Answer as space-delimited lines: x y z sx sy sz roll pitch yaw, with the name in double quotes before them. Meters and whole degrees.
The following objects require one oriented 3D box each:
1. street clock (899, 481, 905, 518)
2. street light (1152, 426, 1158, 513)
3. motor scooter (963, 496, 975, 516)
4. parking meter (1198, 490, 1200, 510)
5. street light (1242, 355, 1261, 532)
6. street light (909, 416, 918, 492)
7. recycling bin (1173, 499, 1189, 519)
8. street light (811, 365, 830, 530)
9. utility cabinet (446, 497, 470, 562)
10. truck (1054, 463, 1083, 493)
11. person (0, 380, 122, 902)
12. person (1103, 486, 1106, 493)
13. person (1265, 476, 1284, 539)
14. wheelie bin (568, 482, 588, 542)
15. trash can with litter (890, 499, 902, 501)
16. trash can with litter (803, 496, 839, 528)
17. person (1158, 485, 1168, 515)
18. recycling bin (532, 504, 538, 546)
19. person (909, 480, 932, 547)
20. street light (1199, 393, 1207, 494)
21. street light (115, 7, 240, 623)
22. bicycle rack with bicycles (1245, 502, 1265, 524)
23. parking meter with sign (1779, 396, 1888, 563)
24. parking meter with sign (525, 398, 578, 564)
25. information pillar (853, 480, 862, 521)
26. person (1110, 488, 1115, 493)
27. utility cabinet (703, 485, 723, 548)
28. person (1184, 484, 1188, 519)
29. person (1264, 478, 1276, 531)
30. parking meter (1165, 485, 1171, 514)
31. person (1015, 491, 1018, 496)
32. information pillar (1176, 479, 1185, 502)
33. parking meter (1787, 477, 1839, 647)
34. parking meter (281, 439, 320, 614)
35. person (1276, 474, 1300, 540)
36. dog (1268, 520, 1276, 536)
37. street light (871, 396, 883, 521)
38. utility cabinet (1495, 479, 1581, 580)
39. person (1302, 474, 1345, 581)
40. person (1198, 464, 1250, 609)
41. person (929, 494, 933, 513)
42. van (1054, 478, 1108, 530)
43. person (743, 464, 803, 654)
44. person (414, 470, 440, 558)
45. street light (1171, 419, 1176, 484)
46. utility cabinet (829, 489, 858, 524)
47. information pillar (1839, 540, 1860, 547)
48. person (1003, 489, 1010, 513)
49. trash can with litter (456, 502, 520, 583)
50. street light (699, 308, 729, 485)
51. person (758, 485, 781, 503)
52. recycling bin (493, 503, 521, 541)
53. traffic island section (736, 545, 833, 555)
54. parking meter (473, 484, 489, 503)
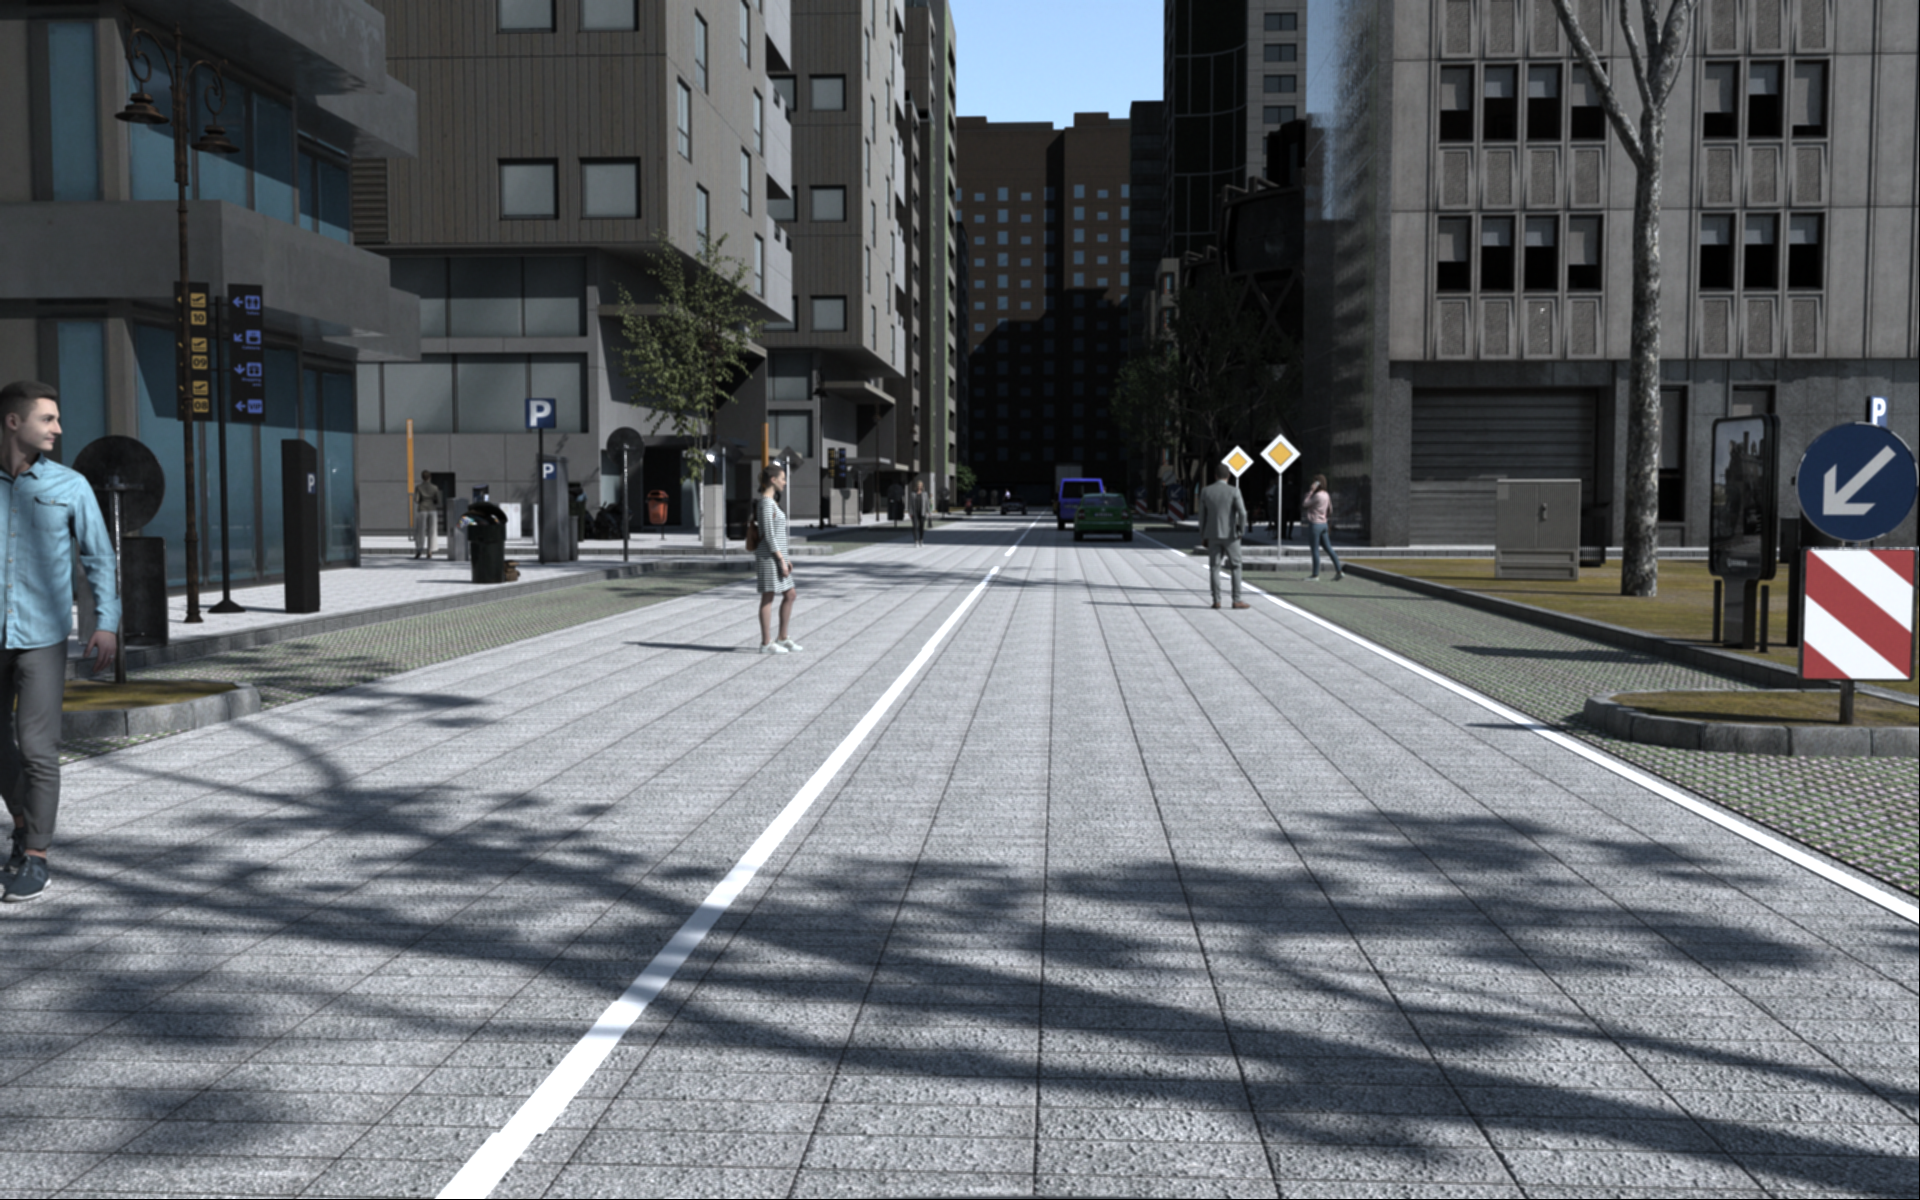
"street clock" -3.127 -5.446 93.609 0.358 2.002 0.471 -1 4 -21
"street light" 12.961 -8.710 115.200 0.468 5.910 1.993 0 4 3
"motor scooter" 0.591 -6.181 113.836 0.815 1.314 1.986 0 4 5
"parking meter" 13.720 -5.494 98.245 0.372 1.533 0.369 0 3 0
"street light" 9.712 -5.199 57.798 0.468 5.910 1.993 0 4 3
"street light" -2.726 -7.845 101.052 0.468 5.910 1.993 0 4 3
"recycling bin" 11.563 -4.781 90.728 0.722 1.027 0.722 0 4 -5
"street light" -5.006 -5.476 62.314 0.468 5.910 1.993 0 4 3
"utility cabinet" -9.670 -1.356 33.333 0.306 1.237 1.020 -2 4 -24
"truck" 10.258 -10.657 163.150 2.839 4.237 11.283 0 4 4
"person" -3.408 0.122 6.373 0.638 1.841 0.748 0 4 -7
"person" 6.802 -4.536 82.862 0.583 1.804 0.606 2 4 25
"person" 9.047 -2.647 49.499 0.590 1.801 0.661 -1 4 -9
"wheelie bin" -10.441 -2.365 46.568 0.693 1.594 0.980 3 5 44
"trash can with litter" -3.222 -4.699 88.216 0.624 1.170 1.055 1 4 9
"trash can with litter" -5.416 -3.368 66.128 1.678 1.210 2.233 2 4 26
"person" 12.455 -6.086 105.459 0.836 1.842 0.656 0 4 3
"recycling bin" -10.335 -1.887 43.409 0.722 1.027 0.722 -1 4 -14
"person" -1.041 -2.352 47.134 0.709 1.800 0.728 0 4 -2
"street light" 10.709 -6.362 76.802 0.468 5.910 1.993 0 4 3
"street light" -7.652 -2.711 17.112 0.468 5.910 1.993 0 4 3
"bicycle rack with bicycles" 12.120 -3.744 74.591 2.852 0.926 2.925 2 4 34
"parking meter with sign" 15.907 -2.166 31.670 0.543 3.016 1.738 -2 4 -33
"parking meter with sign" -7.597 -2.213 32.440 0.543 3.016 1.738 0 4 3
"information pillar" -4.851 -4.741 82.001 0.304 2.012 0.304 2 4 27
"person" 7.852 -4.941 89.878 0.643 1.750 0.593 -1 4 -15
"utility cabinet" -5.902 -1.998 41.349 0.318 1.500 1.173 0 4 1
"person" 11.538 -5.067 89.064 0.419 1.800 0.721 0 4 0
"person" 10.978 -3.350 60.912 0.850 1.850 0.679 -2 4 -34
"parking meter" 13.301 -6.426 110.771 0.255 1.863 0.399 -3 5 -41
"person" 5.864 -10.431 179.972 0.530 1.710 0.541 1 4 17
"information pillar" 10.501 -4.777 82.588 0.304 2.012 0.304 -2 4 -29
"parking meter" 7.164 -0.374 14.534 0.372 1.533 0.369 0 3 0
"parking meter" -7.112 -0.794 18.695 0.255 1.863 0.399 0 4 2
"person" 9.220 -2.616 48.592 0.659 1.850 0.755 1 4 14
"dog" 9.740 -2.258 53.754 0.406 0.507 0.540 0 4 -3
"street light" -3.908 -6.680 82.013 0.468 5.910 1.993 0 4 3
"utility cabinet" 8.567 -1.040 25.688 1.173 1.500 0.318 1 4 21
"person" 5.969 -1.182 28.415 0.643 1.750 0.593 3 4 37
"person" 3.294 -0.799 21.661 0.635 1.810 0.391 1 4 17
"person" -1.930 -6.437 115.540 0.306 1.304 0.590 1 4 14
"van" 4.915 -4.020 70.105 2.240 2.365 5.245 0 4 4
"person" -1.684 -0.371 15.565 0.522 1.701 0.512 0 4 -4
"person" -10.657 -1.714 34.612 0.519 1.759 0.362 -1 4 -23
"street light" 11.837 -7.524 95.799 0.468 5.910 1.993 0 4 3
"utility cabinet" -4.867 -3.892 72.320 1.173 1.500 0.318 -1 4 -18
"information pillar" 15.311 -1.550 29.835 0.304 2.012 0.304 0 4 7
"person" 3.452 -7.503 131.045 0.599 1.838 0.709 2 4 29
"trash can with litter" -6.811 -0.840 25.124 0.624 1.170 1.055 0 4 7
"street light" -6.143 -4.314 43.318 0.468 5.910 1.993 0 4 3
"person" -5.621 -2.788 50.981 0.648 1.900 0.474 -2 4 -30
"recycling bin" -12.580 -2.147 47.659 0.722 1.027 0.722 3 4 38
"traffic island section" -4.191 -1.199 41.886 2.009 0.180 2.903 0 4 3
"parking meter" -11.700 -2.074 42.314 0.372 1.533 0.369 0 3 0
